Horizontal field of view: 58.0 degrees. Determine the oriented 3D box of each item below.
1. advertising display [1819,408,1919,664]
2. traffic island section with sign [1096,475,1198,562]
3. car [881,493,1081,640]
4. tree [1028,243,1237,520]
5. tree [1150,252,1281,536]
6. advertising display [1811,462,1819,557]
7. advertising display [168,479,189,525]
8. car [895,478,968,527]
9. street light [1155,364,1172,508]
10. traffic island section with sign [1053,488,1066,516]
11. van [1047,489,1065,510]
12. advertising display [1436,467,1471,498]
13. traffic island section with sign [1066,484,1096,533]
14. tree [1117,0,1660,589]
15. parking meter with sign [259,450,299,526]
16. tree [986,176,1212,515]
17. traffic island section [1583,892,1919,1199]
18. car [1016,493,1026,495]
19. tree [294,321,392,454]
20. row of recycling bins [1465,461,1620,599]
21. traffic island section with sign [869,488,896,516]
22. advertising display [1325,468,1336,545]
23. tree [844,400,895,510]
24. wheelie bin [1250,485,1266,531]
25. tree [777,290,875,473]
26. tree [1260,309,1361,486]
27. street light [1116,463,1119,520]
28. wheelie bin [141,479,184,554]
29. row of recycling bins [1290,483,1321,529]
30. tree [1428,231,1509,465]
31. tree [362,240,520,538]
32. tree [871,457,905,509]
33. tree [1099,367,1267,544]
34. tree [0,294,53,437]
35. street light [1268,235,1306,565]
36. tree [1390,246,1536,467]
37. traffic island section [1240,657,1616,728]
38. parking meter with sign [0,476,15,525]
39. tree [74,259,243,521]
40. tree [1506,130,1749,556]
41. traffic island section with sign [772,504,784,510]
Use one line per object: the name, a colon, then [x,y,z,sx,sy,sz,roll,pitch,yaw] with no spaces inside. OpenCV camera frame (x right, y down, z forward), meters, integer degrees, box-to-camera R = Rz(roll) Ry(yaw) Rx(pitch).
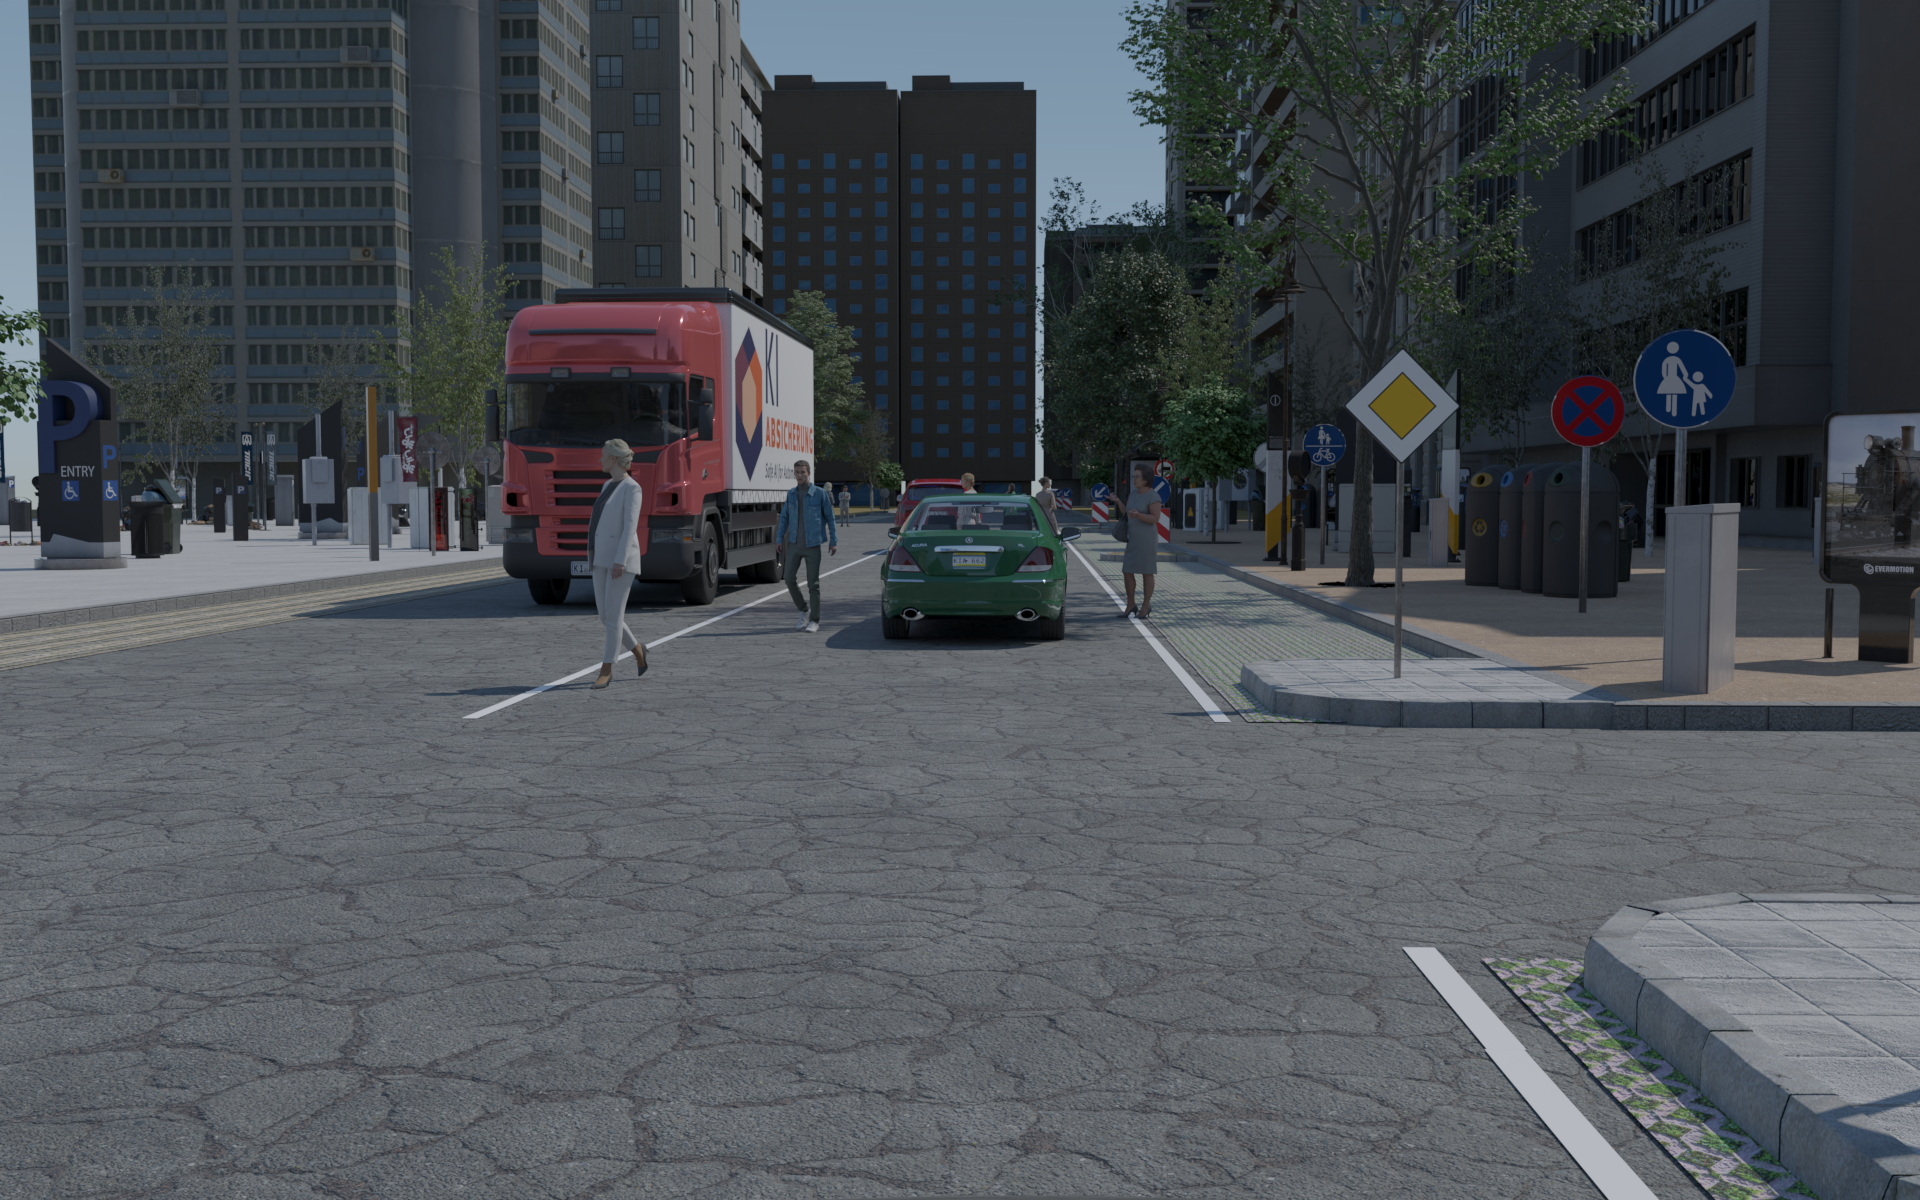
advertising display: [7.079,-0.488,13.192,0.123,1.923,0.974,-3,5,-43]
traffic island section with sign: [4.018,-1.744,37.143,1.989,1.847,2.006,0,4,2]
car: [0.228,-0.410,18.497,2.131,1.459,4.920,0,4,4]
tree: [7.795,-9.929,79.340,9.611,12.733,9.660,0,3,0]
tree: [7.644,-6.277,52.993,4.737,8.622,4.395,0,3,0]
advertising display: [17.618,-1.852,35.502,0.123,1.923,0.974,3,4,36]
advertising display: [-32.927,-4.144,72.973,0.974,1.923,0.123,1,4,22]
car: [-0.499,-2.125,43.421,2.281,1.827,5.304,0,4,2]
street light: [6.872,-5.258,58.759,0.468,5.910,1.993,0,4,2]
traffic island section with sign: [6.924,-6.451,114.099,1.989,1.847,2.006,0,4,2]
van: [7.953,-8.576,147.226,2.013,2.044,4.112,0,4,2]
advertising display: [11.804,-2.218,41.475,0.974,1.923,0.123,-2,4,-26]
traffic island section with sign: [5.043,-3.391,64.079,1.989,1.847,2.006,0,4,2]
tree: [5.722,-5.989,23.680,9.928,11.665,9.643,0,3,0]
parking meter with sign: [-27.081,-4.476,69.440,1.738,3.016,0.543,-1,4,-12]
tree: [8.375,-15.190,104.238,12.611,20.169,13.585,0,3,0]
traffic island section: [2.766,1.112,4.101,2.009,0.180,2.903,0,4,2]
car: [3.837,-6.580,116.375,1.959,1.807,4.718,0,4,4]
tree: [-26.613,-7.586,74.390,4.360,8.622,3.978,0,3,0]
row of recycling bins: [7.688,-0.969,22.959,1.069,1.692,3.534,0,4,-4]
traffic island section with sign: [-4.934,-6.470,114.405,1.989,1.847,2.006,0,4,2]
advertising display: [9.565,-2.330,43.317,0.974,1.923,0.123,-1,4,-20]
tree: [-7.035,-11.308,135.244,4.360,8.622,3.978,0,3,0]
wheelie bin: [10.537,-3.209,60.369,0.980,1.594,0.693,-2,4,-32]
tree: [-8.601,-10.889,96.159,7.486,12.596,7.792,0,3,0]
tree: [14.076,-7.266,69.158,4.360,8.622,3.978,0,3,0]
street light: [7.820,-6.913,85.816,0.468,5.910,1.993,0,4,2]
wheelie bin: [-17.072,-1.782,37.041,0.693,1.594,0.980,0,4,-4]
row of recycling bins: [13.335,-3.536,64.924,3.534,1.692,1.069,2,4,33]
tree: [14.845,-5.900,46.825,4.360,8.622,3.978,0,3,0]
tree: [-14.609,-6.088,49.909,4.737,8.622,4.395,0,3,0]
tree: [-6.523,-10.400,153.747,4.285,4.588,4.351,0,3,0]
tree: [6.536,-3.753,45.082,4.285,4.588,4.351,0,3,0]
tree: [-11.972,-2.156,18.967,4.285,4.588,4.351,0,3,0]
street light: [5.854,-3.569,31.141,0.468,5.910,1.993,0,4,2]
tree: [14.918,-6.209,51.880,4.737,8.622,4.395,0,3,0]
traffic island section: [3.068,0.624,12.080,2.009,0.180,2.903,0,4,2]
parking meter with sign: [-39.365,-4.594,71.371,1.738,3.016,0.543,1,4,16]
tree: [-24.717,-6.319,53.685,4.360,8.622,3.978,0,3,0]
tree: [14.188,-5.222,35.741,4.360,8.622,3.978,0,3,0]
traffic island section with sign: [-6.834,-3.390,64.054,1.989,1.847,2.006,0,4,2]
